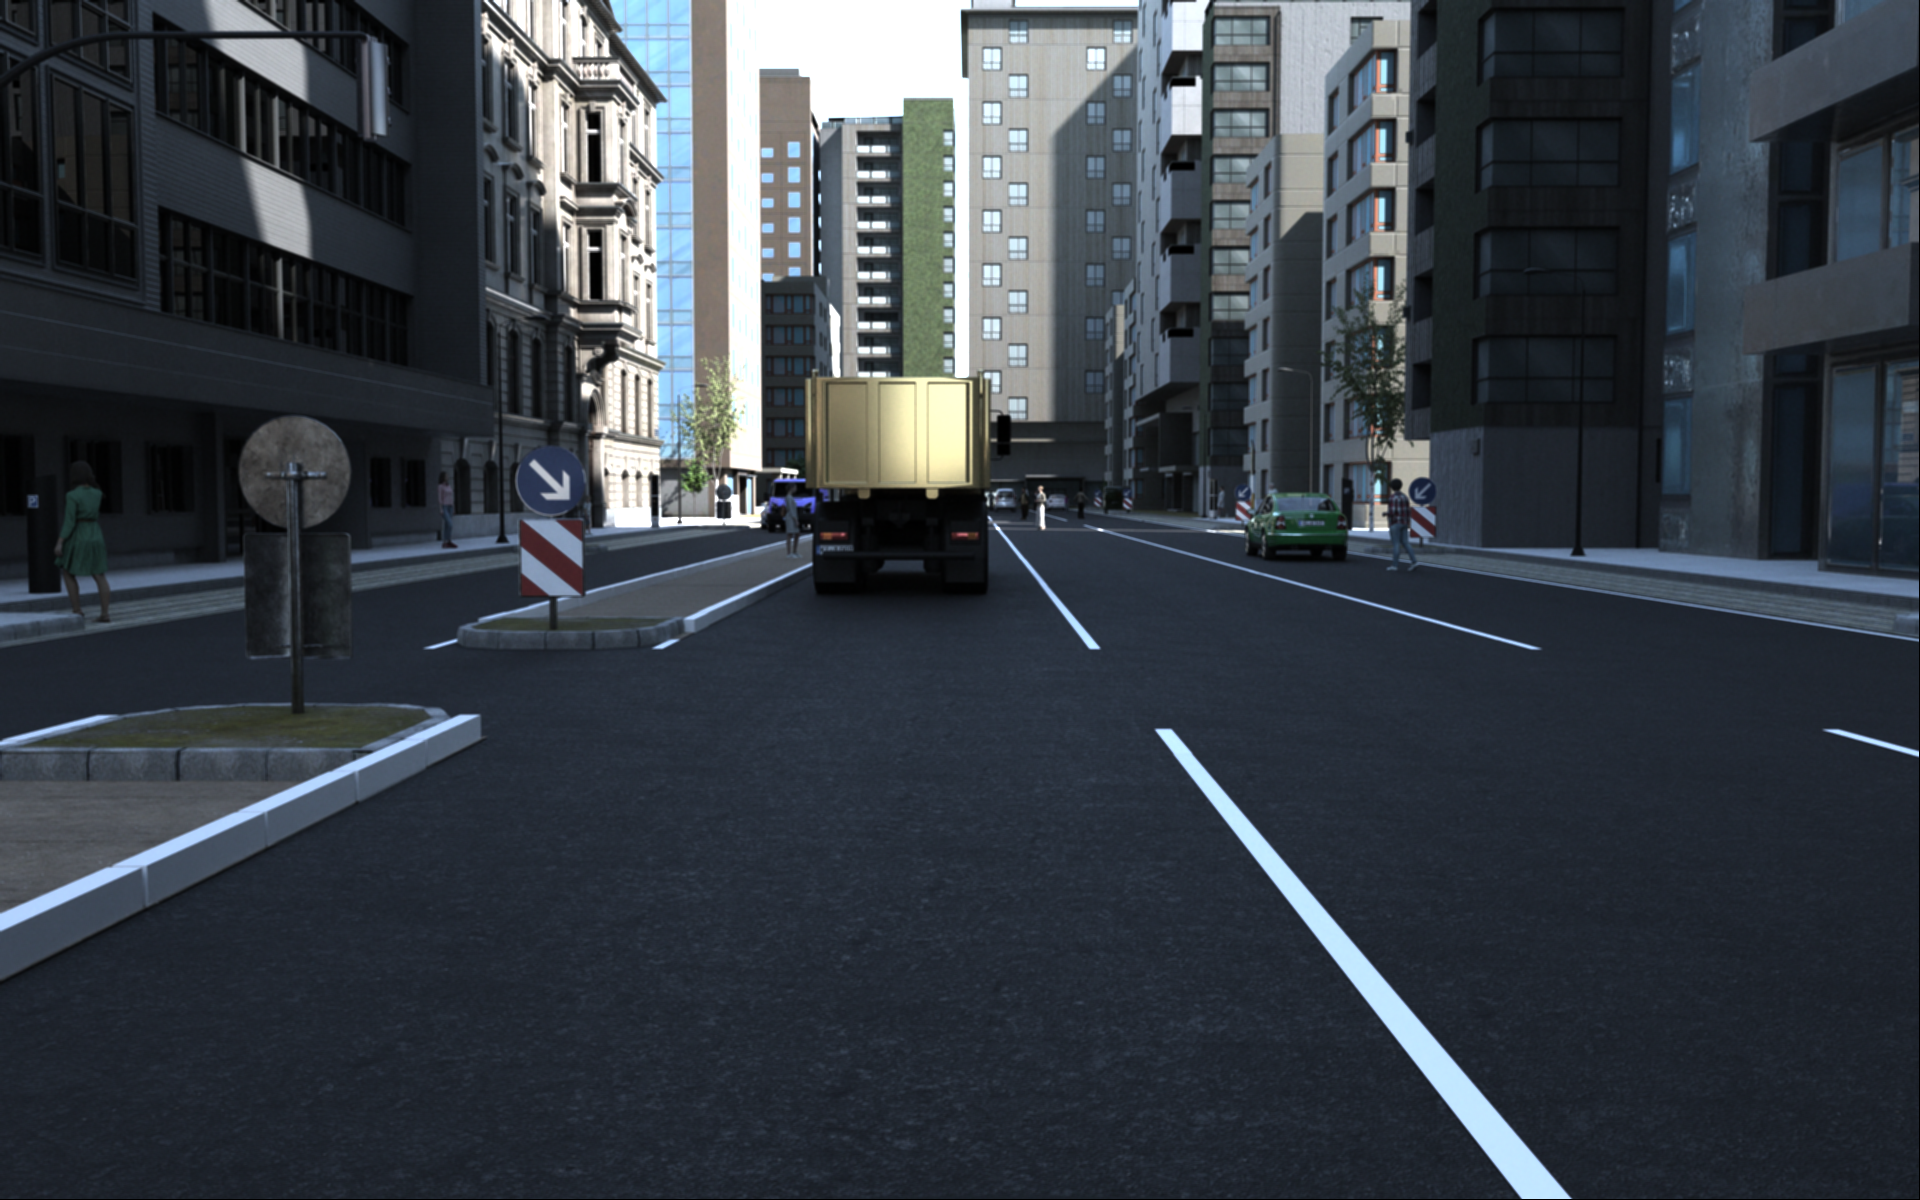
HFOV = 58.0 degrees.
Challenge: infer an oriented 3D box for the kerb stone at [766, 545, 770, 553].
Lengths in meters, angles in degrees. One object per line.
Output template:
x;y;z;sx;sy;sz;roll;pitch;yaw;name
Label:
-4.762;-1.202;41.879;0.120;0.150;1.000;0;4;0;kerb stone

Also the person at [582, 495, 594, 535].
-11.580;-2.640;53.890;0.332;1.250;0.352;-3;5;-39;person

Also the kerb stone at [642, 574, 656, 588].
-4.849;-0.264;26.518;0.120;0.150;1.000;0;4;0;kerb stone

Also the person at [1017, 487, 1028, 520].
3.535;-5.378;96.522;0.705;1.812;1.348;-1;4;-22;person

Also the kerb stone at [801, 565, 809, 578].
-2.730;-0.452;29.589;0.120;0.150;1.000;0;4;0;kerb stone

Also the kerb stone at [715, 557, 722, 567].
-4.808;-0.703;33.688;0.120;0.150;1.000;0;4;0;kerb stone

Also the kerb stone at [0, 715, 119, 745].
-4.939;0.774;9.549;0.120;0.150;1.000;0;4;0;kerb stone

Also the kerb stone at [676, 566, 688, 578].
-4.829;-0.452;29.587;0.120;0.150;1.000;0;4;0;kerb stone

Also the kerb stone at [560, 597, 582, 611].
-4.877;0.049;21.393;0.120;0.150;1.000;0;4;0;kerb stone

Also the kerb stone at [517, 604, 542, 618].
-4.886;0.181;19.349;0.120;0.150;1.000;0;4;0;kerb stone

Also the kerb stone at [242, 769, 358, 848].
-2.858;0.898;7.506;0.120;0.150;1.000;0;4;0;kerb stone

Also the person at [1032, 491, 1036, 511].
6.459;-8.632;150.349;0.721;1.735;1.217;-1;4;-19;person

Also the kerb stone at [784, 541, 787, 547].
-4.744;-1.454;45.991;0.120;0.150;1.000;0;4;0;kerb stone

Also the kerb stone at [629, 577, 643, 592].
-4.852;-0.201;25.489;0.120;0.150;1.000;0;4;0;kerb stone

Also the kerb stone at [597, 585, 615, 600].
-4.869;-0.076;23.441;0.120;0.150;1.000;0;4;0;kerb stone

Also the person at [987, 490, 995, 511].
2.687;-8.569;148.683;0.705;1.814;1.350;3;4;38;person

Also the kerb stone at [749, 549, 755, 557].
-4.783;-1.016;38.806;0.120;0.150;1.000;0;4;0;kerb stone

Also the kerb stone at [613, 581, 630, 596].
-4.858;-0.139;24.463;0.120;0.150;1.000;0;4;0;kerb stone

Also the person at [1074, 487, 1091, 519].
7.090;-5.663;101.094;0.705;1.823;1.348;-3;5;-42;person

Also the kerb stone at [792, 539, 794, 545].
-4.724;-1.576;48.036;0.120;0.150;1.000;0;4;0;kerb stone

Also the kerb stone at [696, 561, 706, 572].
-4.821;-0.578;31.643;0.120;0.150;1.000;0;4;0;kerb stone

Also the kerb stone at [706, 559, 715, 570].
-4.803;-0.640;32.666;0.120;0.150;1.000;0;4;0;kerb stone

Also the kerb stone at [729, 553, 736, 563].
-4.794;-0.828;35.739;0.120;0.150;1.000;0;4;0;kerb stone

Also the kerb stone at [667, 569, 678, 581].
-4.845;-0.387;28.565;0.120;0.150;1.000;0;4;0;kerb stone

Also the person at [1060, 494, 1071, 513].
7.922;-7.211;129.615;0.991;1.433;0.599;-2;4;-34;person

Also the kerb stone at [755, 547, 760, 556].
-4.773;-1.071;39.828;0.120;0.150;1.000;0;4;0;kerb stone

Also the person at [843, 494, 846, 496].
-9.286;-8.049;140.900;0.445;1.727;0.742;1;4;13;person

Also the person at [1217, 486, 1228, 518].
13.906;-5.206;91.905;0.466;1.731;0.760;3;5;44;person

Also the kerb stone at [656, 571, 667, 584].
-4.852;-0.327;27.542;0.120;0.150;1.000;0;4;0;kerb stone

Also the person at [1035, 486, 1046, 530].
3.192;-3.698;69.505;0.362;1.759;0.519;-2;4;-29;person

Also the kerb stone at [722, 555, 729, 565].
-4.803;-0.765;34.717;0.120;0.150;1.000;0;4;0;kerb stone

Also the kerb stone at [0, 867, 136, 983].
-2.872;1.024;5.455;0.120;0.150;1.000;0;4;0;kerb stone

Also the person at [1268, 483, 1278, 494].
13.879;-4.312;77.029;0.515;1.767;0.782;-3;5;-41;person

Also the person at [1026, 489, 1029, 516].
4.232;-6.346;112.983;0.721;1.736;1.217;-1;4;-14;person

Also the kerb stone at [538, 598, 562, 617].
-4.888;0.112;20.371;0.120;0.150;1.000;0;4;0;kerb stone

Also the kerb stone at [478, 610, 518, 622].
-4.895;0.237;18.326;0.120;0.150;1.000;0;4;0;kerb stone

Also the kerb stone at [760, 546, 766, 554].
-4.762;-1.141;40.853;0.120;0.150;1.000;0;4;0;kerb stone

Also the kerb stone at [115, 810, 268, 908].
-2.864;0.961;6.482;0.120;0.150;1.000;0;4;0;kerb stone

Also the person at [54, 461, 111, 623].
-9.685;-0.637;19.158;0.529;1.795;0.600;1;4;11;person

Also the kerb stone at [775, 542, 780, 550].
-4.743;-1.330;43.937;0.120;0.150;1.000;0;4;0;kerb stone

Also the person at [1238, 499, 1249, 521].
13.770;-4.705;83.803;0.563;1.720;0.643;-2;4;-29;person

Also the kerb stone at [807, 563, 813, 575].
-2.722;-0.515;30.617;0.120;0.150;1.000;0;4;0;kerb stone

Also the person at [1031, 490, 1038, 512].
6.061;-7.990;139.936;0.742;1.727;0.445;-3;5;-41;person

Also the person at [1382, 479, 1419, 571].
8.236;-1.412;32.422;0.563;1.720;0.643;-3;4;-36;person

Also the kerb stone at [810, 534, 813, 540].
-4.697;-1.893;53.158;0.120;0.150;1.000;0;4;0;kerb stone

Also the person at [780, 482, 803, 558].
-3.766;-1.786;38.713;0.522;1.701;0.512;-1;4;-9;person

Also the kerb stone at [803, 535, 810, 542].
-4.697;-1.828;52.136;0.120;0.150;1.000;0;4;0;kerb stone

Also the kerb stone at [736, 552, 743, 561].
-4.779;-0.888;36.761;0.120;0.150;1.000;0;4;0;kerb stone

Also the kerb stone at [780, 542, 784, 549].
-4.737;-1.392;44.959;0.120;0.150;1.000;0;4;0;kerb stone

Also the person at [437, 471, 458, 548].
-12.135;-2.132;40.906;0.388;1.821;0.555;0;4;8;person

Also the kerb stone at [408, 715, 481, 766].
-2.848;0.772;9.570;0.120;0.150;1.000;0;4;0;kerb stone

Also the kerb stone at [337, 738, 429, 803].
-2.848;0.836;8.535;0.120;0.150;1.000;0;4;0;kerb stone

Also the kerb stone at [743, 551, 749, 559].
-4.786;-0.953;37.783;0.120;0.150;1.000;0;4;0;kerb stone

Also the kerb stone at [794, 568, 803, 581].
-2.737;-0.389;28.562;0.120;0.150;1.000;0;4;0;kerb stone

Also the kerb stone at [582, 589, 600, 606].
-4.865;-0.012;22.418;0.120;0.150;1.000;0;4;0;kerb stone

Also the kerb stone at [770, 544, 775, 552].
-4.754;-1.266;42.901;0.120;0.150;1.000;0;4;0;kerb stone

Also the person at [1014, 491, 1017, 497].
4.987;-9.309;161.363;0.621;1.740;0.551;3;4;37;person

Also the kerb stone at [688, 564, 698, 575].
-4.817;-0.514;30.615;0.120;0.150;1.000;0;4;0;kerb stone

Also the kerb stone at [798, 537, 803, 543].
-4.711;-1.702;50.086;0.120;0.150;1.000;0;4;0;kerb stone
